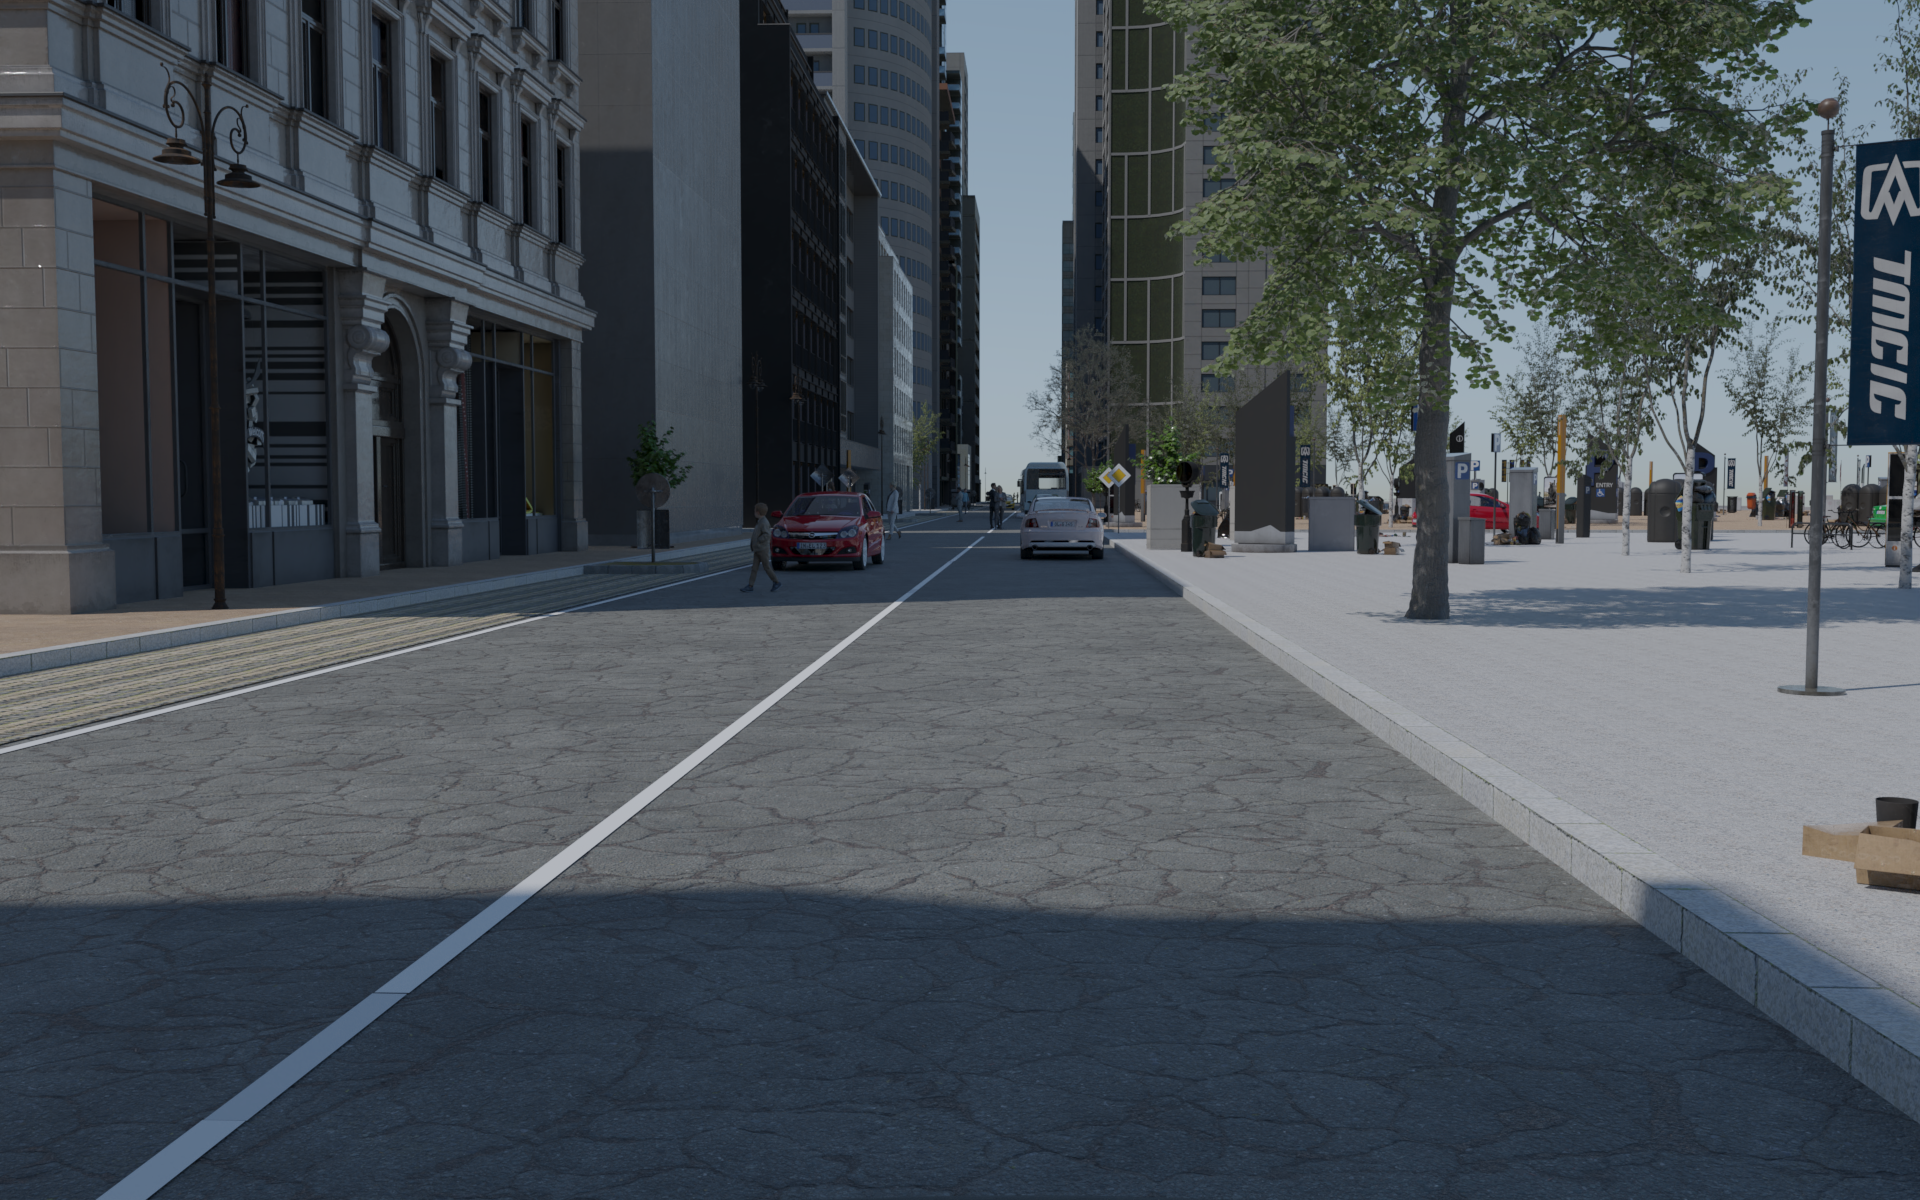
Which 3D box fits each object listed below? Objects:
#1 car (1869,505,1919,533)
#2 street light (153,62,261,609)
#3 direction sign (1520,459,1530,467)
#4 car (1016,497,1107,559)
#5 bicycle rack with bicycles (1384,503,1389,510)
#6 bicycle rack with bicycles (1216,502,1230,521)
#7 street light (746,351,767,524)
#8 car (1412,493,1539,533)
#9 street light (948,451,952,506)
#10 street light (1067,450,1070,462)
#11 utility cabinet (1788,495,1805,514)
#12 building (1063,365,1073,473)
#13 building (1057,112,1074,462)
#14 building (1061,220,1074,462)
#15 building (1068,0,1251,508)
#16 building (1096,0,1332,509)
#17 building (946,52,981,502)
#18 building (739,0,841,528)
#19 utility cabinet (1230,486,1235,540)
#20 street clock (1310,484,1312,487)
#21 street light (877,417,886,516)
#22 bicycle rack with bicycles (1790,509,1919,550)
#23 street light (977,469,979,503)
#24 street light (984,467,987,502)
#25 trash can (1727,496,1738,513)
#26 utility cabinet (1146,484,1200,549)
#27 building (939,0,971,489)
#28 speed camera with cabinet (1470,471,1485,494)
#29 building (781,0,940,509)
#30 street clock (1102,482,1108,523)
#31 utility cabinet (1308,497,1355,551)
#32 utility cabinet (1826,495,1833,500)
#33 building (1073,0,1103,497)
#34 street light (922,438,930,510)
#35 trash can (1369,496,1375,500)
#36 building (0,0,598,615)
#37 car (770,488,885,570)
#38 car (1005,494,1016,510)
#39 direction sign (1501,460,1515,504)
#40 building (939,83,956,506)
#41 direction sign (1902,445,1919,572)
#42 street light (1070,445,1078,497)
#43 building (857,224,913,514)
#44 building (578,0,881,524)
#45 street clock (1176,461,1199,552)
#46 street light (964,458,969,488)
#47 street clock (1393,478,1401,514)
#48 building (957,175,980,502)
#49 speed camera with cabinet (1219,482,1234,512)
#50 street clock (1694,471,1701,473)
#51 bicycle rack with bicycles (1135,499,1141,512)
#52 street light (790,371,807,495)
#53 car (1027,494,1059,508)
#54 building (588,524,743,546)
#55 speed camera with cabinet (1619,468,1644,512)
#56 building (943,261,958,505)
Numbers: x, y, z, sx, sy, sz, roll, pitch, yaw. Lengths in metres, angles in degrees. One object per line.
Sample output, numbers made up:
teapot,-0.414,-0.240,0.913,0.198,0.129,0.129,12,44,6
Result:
car,33.187,-3.019,58.161,4.718,1.807,1.959,0,4,2
street light,-8.263,-2.837,19.167,0.468,5.910,1.993,0,4,3
direction sign,37.007,-7.430,113.469,0.379,3.537,0.876,-2,4,-23
car,2.317,-1.662,39.540,2.083,1.381,4.827,0,4,3
bicycle rack with bicycles,31.713,-6.870,125.706,2.852,0.926,2.925,0,4,1
bicycle rack with bicycles,13.209,-4.202,82.088,2.925,0.926,2.852,0,4,7
street light,-6.583,-5.101,56.184,0.468,5.910,1.993,0,4,3
car,18.070,-3.138,60.350,4.494,1.783,2.155,0,4,2
street light,-1.036,-12.598,178.764,0.468,5.910,1.993,0,4,3
street light,11.262,-12.599,178.780,0.468,5.910,1.993,0,4,3
utility cabinet,53.356,-6.082,110.596,1.020,1.237,0.306,2,4,35
building,28.328,-24.077,238.693,27.650,21.520,28.899,0,4,3
building,27.229,-59.233,281.132,22.319,86.520,31.000,0,4,3
building,22.230,-35.244,259.841,14.154,41.232,14.086,0,4,3
building,22.102,-46.792,203.304,20.563,71.187,20.611,0,4,3
building,21.116,-43.811,154.567,20.563,71.187,20.611,0,4,3
building,-6.845,-51.864,286.223,20.563,71.187,20.611,0,4,3
building,-12.055,-14.838,72.281,12.332,23.373,15.834,0,4,3
utility cabinet,7.841,-2.340,46.940,0.318,1.500,1.173,-2,4,-35
street clock,25.771,-7.446,126.304,0.471,2.002,0.358,-3,4,-37
street light,-4.591,-7.893,101.836,0.468,5.910,1.993,0,4,3
bicycle rack with bicycles,21.051,-1.687,40.968,2.852,0.926,2.925,-1,4,-18
street light,2.746,-17.675,261.765,0.468,5.910,1.993,0,4,3
street light,4.388,-19.917,298.434,0.468,5.910,1.993,0,4,3
trash can,52.149,-6.442,116.976,0.748,1.137,0.748,0,3,0
utility cabinet,4.912,-1.914,39.970,1.173,1.500,0.318,-1,4,-11
building,-9.413,-56.596,238.023,22.319,86.520,31.000,0,4,3
speed camera with cabinet,30.435,-6.686,103.647,2.038,3.252,0.660,-2,4,-26
building,-13.101,-37.402,153.527,21.231,58.520,28.212,0,4,3
street clock,6.595,-4.497,78.098,0.358,2.002,0.471,-1,4,-17
utility cabinet,8.365,-1.701,38.974,1.020,1.237,0.306,1,4,13
utility cabinet,59.964,-6.664,120.124,1.020,1.237,0.306,2,4,28
building,22.304,-38.978,179.291,21.231,58.520,28.212,0,4,3
street light,-2.627,-10.331,141.697,0.468,5.910,1.993,0,4,3
trash can,31.913,-7.467,133.732,0.748,1.137,0.748,0,3,0
building,-13.807,-10.300,19.313,10.553,20.767,40.483,0,4,3
car,-2.561,-1.528,34.028,2.155,1.783,4.494,0,4,5
car,4.015,-8.846,154.857,2.015,1.641,3.980,0,4,1
direction sign,36.002,-7.453,113.848,0.876,3.537,0.379,-1,4,-8
building,-11.808,-32.280,182.404,22.147,44.769,28.867,0,4,3
direction sign,15.832,-2.226,28.394,0.876,3.537,0.379,-1,4,-11
street light,9.492,-10.350,142.007,0.468,5.910,1.993,0,4,3
building,-9.071,-16.192,119.490,10.420,20.320,16.860,0,4,3
building,-12.750,-16.932,95.909,14.314,24.678,30.058,0,4,3
street clock,5.029,-2.067,38.370,0.471,2.002,0.358,3,5,44
street light,1.033,-15.407,224.699,0.468,5.910,1.993,0,4,3
street clock,19.696,-4.498,78.104,0.358,2.002,0.471,1,4,23
building,-7.953,-39.277,265.877,21.300,48.544,21.600,0,4,3
speed camera with cabinet,19.562,-7.982,124.845,0.660,3.252,2.038,-2,4,-32
street clock,22.981,-3.027,54.055,0.471,2.002,0.358,1,4,16
bicycle rack with bicycles,12.344,-6.783,124.286,2.852,0.926,2.925,0,4,-7
street light,-6.067,-5.650,65.159,0.468,5.910,1.993,0,4,3
car,4.637,-4.944,92.632,2.131,1.459,4.920,0,4,4
building,-22.058,-14.109,49.753,30.058,24.678,14.314,0,4,3
speed camera with cabinet,48.594,-8.032,125.652,2.038,3.252,0.660,1,4,20
building,-7.588,-26.448,204.119,14.160,30.474,14.107,0,4,3
